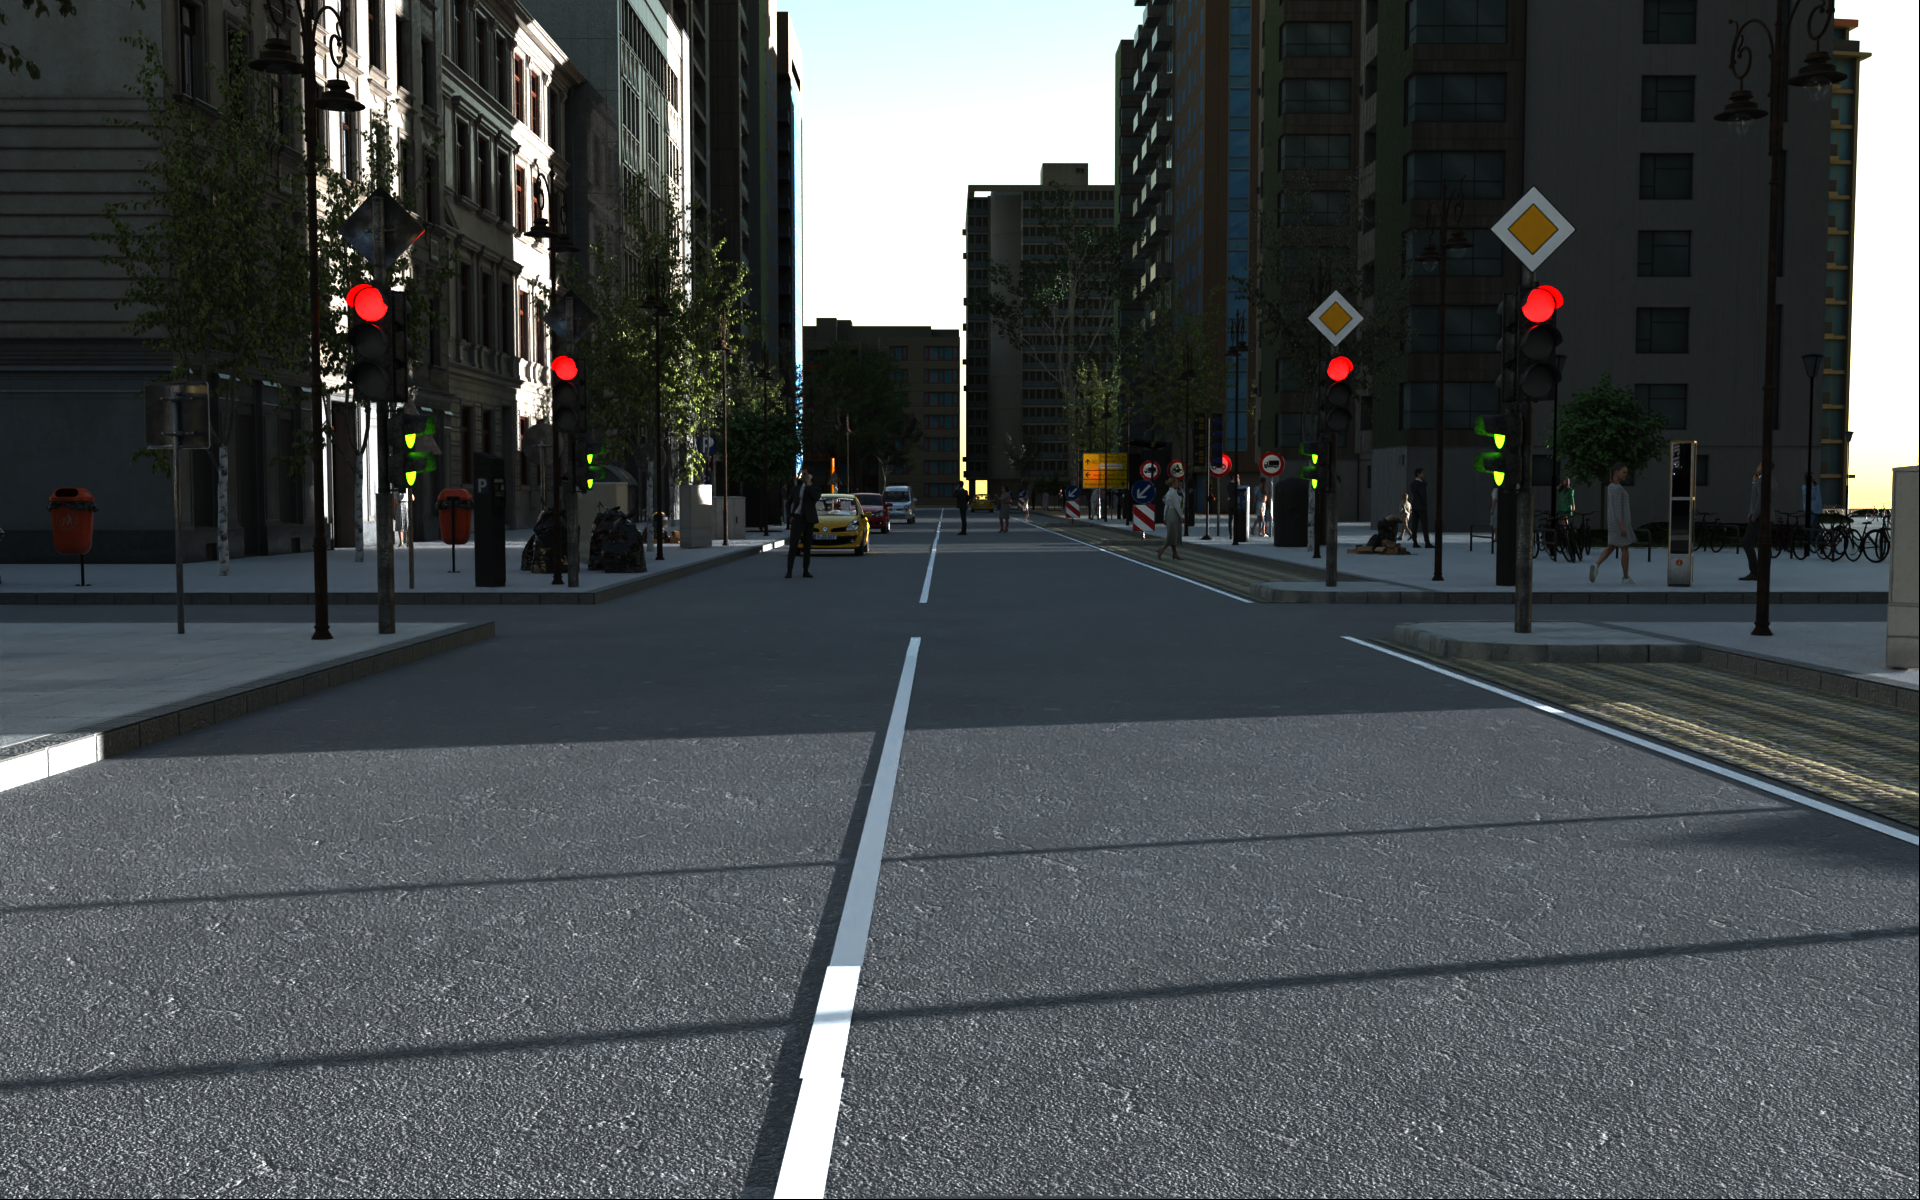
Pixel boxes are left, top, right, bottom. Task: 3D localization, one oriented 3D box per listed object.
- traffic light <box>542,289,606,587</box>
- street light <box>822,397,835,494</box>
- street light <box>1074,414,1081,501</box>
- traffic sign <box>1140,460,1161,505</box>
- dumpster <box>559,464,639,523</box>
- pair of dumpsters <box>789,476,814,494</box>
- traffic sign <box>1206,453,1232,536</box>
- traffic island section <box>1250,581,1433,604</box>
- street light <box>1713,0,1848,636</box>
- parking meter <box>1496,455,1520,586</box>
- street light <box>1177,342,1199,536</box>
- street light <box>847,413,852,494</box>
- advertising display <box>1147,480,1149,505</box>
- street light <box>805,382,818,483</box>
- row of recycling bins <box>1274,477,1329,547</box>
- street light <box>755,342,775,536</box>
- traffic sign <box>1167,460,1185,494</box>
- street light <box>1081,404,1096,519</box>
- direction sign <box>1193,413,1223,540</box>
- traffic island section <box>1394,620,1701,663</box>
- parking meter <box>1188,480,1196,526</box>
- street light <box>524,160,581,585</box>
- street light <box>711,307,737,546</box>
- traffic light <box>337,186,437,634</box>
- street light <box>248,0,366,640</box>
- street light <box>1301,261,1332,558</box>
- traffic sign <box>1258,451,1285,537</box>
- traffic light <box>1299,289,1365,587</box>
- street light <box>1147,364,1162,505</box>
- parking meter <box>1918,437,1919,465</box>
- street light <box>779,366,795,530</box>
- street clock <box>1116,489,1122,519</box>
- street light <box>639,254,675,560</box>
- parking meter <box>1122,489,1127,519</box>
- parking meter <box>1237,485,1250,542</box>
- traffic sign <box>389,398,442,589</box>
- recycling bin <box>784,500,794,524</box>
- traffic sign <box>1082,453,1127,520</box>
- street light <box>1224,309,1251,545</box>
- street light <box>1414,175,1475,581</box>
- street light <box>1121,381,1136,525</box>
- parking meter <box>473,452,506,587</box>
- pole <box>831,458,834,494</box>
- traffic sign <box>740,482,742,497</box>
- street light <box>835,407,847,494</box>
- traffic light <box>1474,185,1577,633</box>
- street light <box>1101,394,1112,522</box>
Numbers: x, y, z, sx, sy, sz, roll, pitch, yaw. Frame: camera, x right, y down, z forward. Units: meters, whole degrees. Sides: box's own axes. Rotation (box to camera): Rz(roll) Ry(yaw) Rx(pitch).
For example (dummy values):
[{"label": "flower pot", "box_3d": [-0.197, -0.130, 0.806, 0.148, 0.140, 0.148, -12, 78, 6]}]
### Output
[{"label": "traffic light", "box_3d": [-5.327, -2.135, 23.822, 0.839, 4.253, 0.868, 0, 4, 0]}, {"label": "street light", "box_3d": [-6.235, -6.603, 80.743, 0.468, 5.910, 1.993, 0, 4, 0]}, {"label": "street light", "box_3d": [6.659, -7.658, 98.001, 0.468, 5.910, 1.993, 0, 4, 0]}, {"label": "traffic sign", "box_3d": [7.150, -3.977, 65.130, 0.768, 2.556, 0.104, 1, 4, 9]}, {"label": "dumpster", "box_3d": [-7.081, -1.727, 33.995, 1.264, 1.857, 1.865, 0, 4, -1]}, {"label": "pair of dumpsters", "box_3d": [-7.849, -5.075, 85.467, 1.574, 2.255, 4.437, 0, 4, 0]}, {"label": "traffic sign", "box_3d": [7.901, -3.231, 52.933, 0.768, 2.556, 0.104, 0, 4, 7]}, {"label": "traffic island section", "box_3d": [5.174, -0.107, 24.036, 2.009, 0.180, 2.903, 0, 4, 0]}, {"label": "street light", "box_3d": [7.301, -2.618, 15.590, 0.468, 5.910, 1.993, 0, 4, 0]}, {"label": "parking meter", "box_3d": [7.745, -1.135, 24.272, 0.399, 1.863, 0.255, -2, 4, -31]}, {"label": "street light", "box_3d": [6.929, -4.897, 52.860, 0.468, 5.910, 1.993, 0, 4, 0]}, {"label": "street light", "box_3d": [-6.393, -7.691, 98.542, 0.468, 5.910, 1.993, 0, 4, 0]}, {"label": "advertising display", "box_3d": [7.415, -3.817, 67.615, 0.123, 1.923, 0.974, 1, 4, 12]}, {"label": "street light", "box_3d": [-6.100, -6.028, 71.344, 0.468, 5.910, 1.993, 0, 4, 0]}, {"label": "row of recycling bins", "box_3d": [8.664, -2.221, 43.427, 1.069, 1.692, 3.534, 2, 4, 23]}, {"label": "street light", "box_3d": [-5.943, -4.901, 52.923, 0.468, 5.910, 1.993, 0, 4, 0]}, {"label": "traffic sign", "box_3d": [8.027, -3.908, 63.999, 0.768, 2.556, 0.104, 0, 4, 3]}, {"label": "street light", "box_3d": [6.679, -7.110, 89.038, 0.468, 5.910, 1.993, 0, 4, 0]}, {"label": "direction sign", "box_3d": [6.949, -3.461, 48.585, 0.876, 3.537, 0.379, -1, 4, -16]}, {"label": "traffic island section", "box_3d": [5.238, 0.381, 16.051, 2.009, 0.180, 2.903, 0, 4, 0]}, {"label": "parking meter", "box_3d": [9.117, -3.848, 68.622, 0.399, 1.863, 0.255, -1, 4, -13]}, {"label": "street light", "box_3d": [-5.720, -3.160, 24.450, 0.468, 5.910, 1.993, 0, 4, 0]}, {"label": "street light", "box_3d": [-5.850, -4.299, 43.073, 0.468, 5.910, 1.993, 0, 4, 0]}, {"label": "traffic light", "box_3d": [-5.263, -1.646, 15.838, 0.839, 4.253, 0.868, 0, 4, 0]}, {"label": "street light", "box_3d": [-5.651, -2.592, 15.164, 0.468, 5.910, 1.993, 0, 4, 0]}, {"label": "street light", "box_3d": [7.155, -3.777, 34.540, 0.468, 5.910, 1.993, 0, 4, 0]}, {"label": "traffic sign", "box_3d": [9.233, -3.138, 51.408, 0.768, 2.556, 0.104, 0, 4, 4]}, {"label": "traffic light", "box_3d": [5.134, -2.141, 23.922, 0.839, 4.253, 0.868, 0, 4, 0]}, {"label": "street light", "box_3d": [6.874, -5.446, 61.833, 0.468, 5.910, 1.993, 0, 4, 0]}, {"label": "parking meter", "box_3d": [8.299, -0.546, 14.633, 0.255, 1.863, 0.399, -3, 4, -37]}, {"label": "street light", "box_3d": [-6.213, -5.484, 62.443, 0.468, 5.910, 1.993, 0, 4, 0]}, {"label": "street clock", "box_3d": [8.075, -5.095, 87.878, 0.358, 2.002, 0.471, 0, 4, 4]}, {"label": "street light", "box_3d": [-5.847, -3.717, 33.567, 0.468, 5.910, 1.993, 0, 4, 0]}, {"label": "parking meter", "box_3d": [8.625, -4.990, 90.004, 0.372, 1.533, 0.369, 0, 3, 0]}, {"label": "parking meter", "box_3d": [7.537, -2.312, 46.219, 0.372, 1.533, 0.369, 0, 3, 0]}, {"label": "traffic sign", "box_3d": [-7.426, -1.430, 23.388, 0.884, 2.594, 0.081, 0, 4, 4]}, {"label": "recycling bin", "box_3d": [-7.342, -3.868, 75.802, 0.722, 1.027, 0.722, 0, 4, -4]}, {"label": "traffic sign", "box_3d": [7.132, -5.575, 85.023, 2.265, 3.308, 0.079, 0, 4, 3]}, {"label": "street light", "box_3d": [6.937, -4.321, 43.438, 0.468, 5.910, 1.993, 0, 4, 0]}, {"label": "street light", "box_3d": [7.088, -3.224, 25.504, 0.468, 5.910, 1.993, 0, 4, 0]}, {"label": "street light", "box_3d": [6.862, -5.990, 70.732, 0.468, 5.910, 1.993, 0, 4, 0]}, {"label": "parking meter", "box_3d": [-6.500, -1.116, 23.955, 0.399, 1.863, 0.255, 2, 4, 28]}, {"label": "pole", "box_3d": [-7.202, -6.371, 98.001, 0.158, 3.312, 0.155, 0, 3, 0]}, {"label": "traffic sign", "box_3d": [-7.817, -3.780, 61.901, 0.768, 2.556, 0.104, 0, 4, 5]}, {"label": "street light", "box_3d": [-6.291, -7.147, 89.643, 0.468, 5.910, 1.993, 0, 4, 0]}, {"label": "traffic light", "box_3d": [5.198, -1.652, 15.937, 0.839, 4.253, 0.868, 0, 4, 0]}, {"label": "street light", "box_3d": [6.759, -6.566, 80.138, 0.468, 5.910, 1.993, 0, 4, 0]}]
